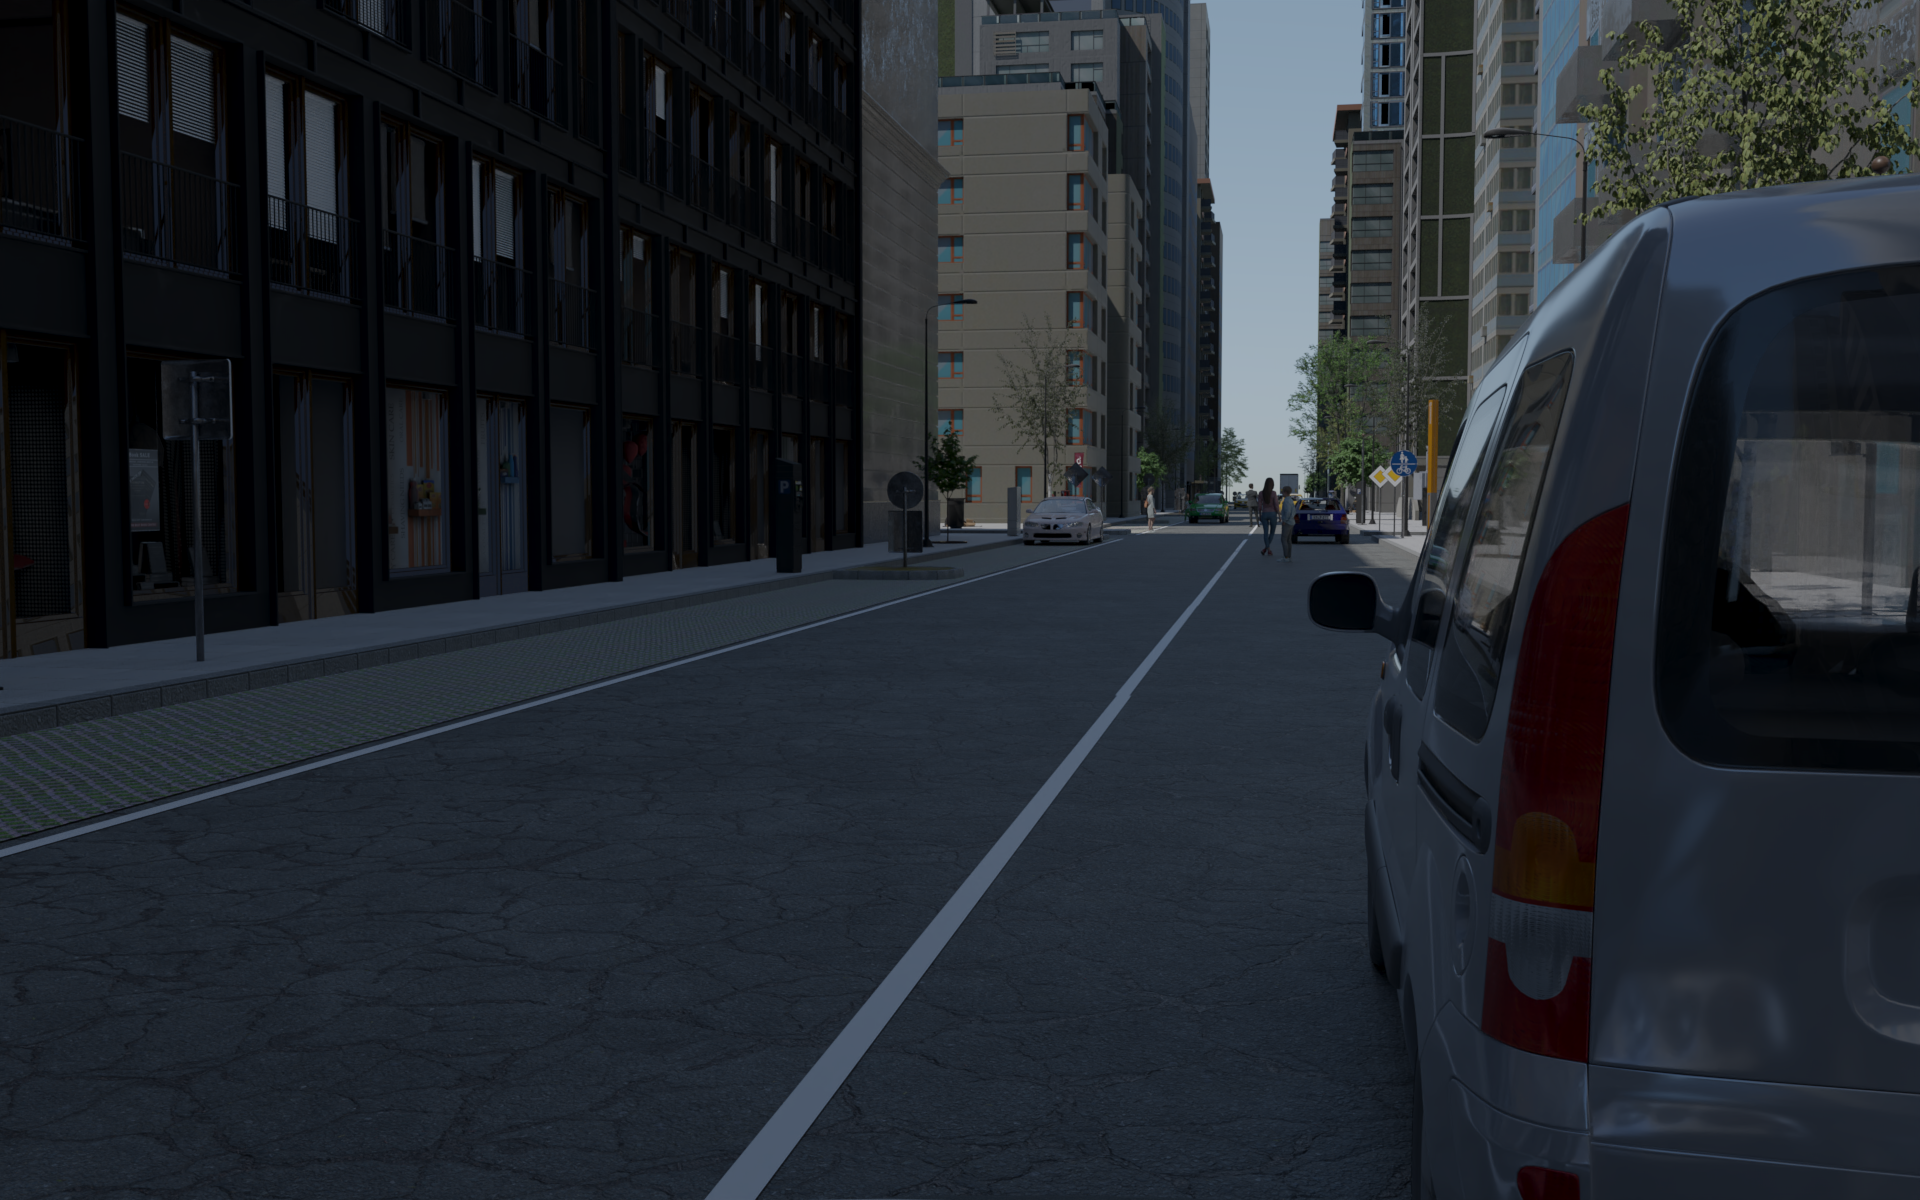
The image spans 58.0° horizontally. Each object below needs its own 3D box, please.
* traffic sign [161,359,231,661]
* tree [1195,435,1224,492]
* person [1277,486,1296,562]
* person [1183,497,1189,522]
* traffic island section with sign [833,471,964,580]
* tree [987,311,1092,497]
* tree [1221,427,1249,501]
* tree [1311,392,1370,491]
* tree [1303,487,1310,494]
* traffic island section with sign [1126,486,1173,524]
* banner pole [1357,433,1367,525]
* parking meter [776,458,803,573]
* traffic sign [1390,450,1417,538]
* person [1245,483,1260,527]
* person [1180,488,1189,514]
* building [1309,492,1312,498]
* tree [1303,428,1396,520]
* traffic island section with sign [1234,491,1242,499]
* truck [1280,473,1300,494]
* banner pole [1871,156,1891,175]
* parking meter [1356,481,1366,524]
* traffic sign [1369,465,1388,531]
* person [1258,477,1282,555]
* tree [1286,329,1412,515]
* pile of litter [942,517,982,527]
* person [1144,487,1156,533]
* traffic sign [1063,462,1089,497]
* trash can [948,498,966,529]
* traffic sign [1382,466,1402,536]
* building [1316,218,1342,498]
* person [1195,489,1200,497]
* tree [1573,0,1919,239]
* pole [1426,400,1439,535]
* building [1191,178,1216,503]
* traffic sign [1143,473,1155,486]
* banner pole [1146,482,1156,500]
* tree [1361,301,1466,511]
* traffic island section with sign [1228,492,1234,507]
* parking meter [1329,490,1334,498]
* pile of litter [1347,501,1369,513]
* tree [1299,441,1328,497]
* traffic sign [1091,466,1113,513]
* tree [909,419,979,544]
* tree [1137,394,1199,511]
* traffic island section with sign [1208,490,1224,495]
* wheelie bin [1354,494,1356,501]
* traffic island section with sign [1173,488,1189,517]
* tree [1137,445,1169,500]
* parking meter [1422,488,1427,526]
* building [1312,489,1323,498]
[{"bbox_3d":[-5.823,-0.678,13.217,0.606,2.300,0.079,1,4,15],"label":"traffic sign"},{"bbox_3d":[29.862,-15.911,210.508,4.737,8.622,4.395,0,3,0],"label":"tree"},{"bbox_3d":[6.928,-1.614,36.692,0.330,1.601,0.589,2,4,34],"label":"person"},{"bbox_3d":[11.862,-4.743,90.297,0.590,1.304,0.306,-1,4,-14],"label":"person"},{"bbox_3d":[-0.991,-1.284,29.620,1.989,1.847,2.006,1,4,10],"label":"traffic island section with sign"},{"bbox_3d":[3.407,-7.237,68.690,4.360,8.622,3.978,0,3,0],"label":"tree"},{"bbox_3d":[45.189,-22.928,292.994,7.486,12.596,7.792,0,3,0],"label":"tree"},{"bbox_3d":[27.208,-10.635,124.238,4.737,8.622,4.395,0,3,0],"label":"tree"},{"bbox_3d":[53.063,-16.487,264.167,1.663,3.219,1.824,0,3,0],"label":"tree"},{"bbox_3d":[9.134,-4.612,84.039,1.989,1.847,2.006,1,4,10],"label":"traffic island section with sign"},{"bbox_3d":[16.704,-5.007,71.879,0.401,3.779,0.863,1,4,9],"label":"banner pole"},{"bbox_3d":[-2.773,-1.373,28.168,0.399,1.863,0.255,2,4,27],"label":"parking meter"},{"bbox_3d":[12.858,-3.066,50.228,0.768,2.556,0.104,1,4,17],"label":"traffic sign"},{"bbox_3d":[12.723,-4.122,75.254,0.648,1.900,0.474,1,4,12],"label":"person"},{"bbox_3d":[15.345,-6.732,118.532,0.822,1.834,0.622,0,4,0],"label":"person"},{"bbox_3d":[72.250,-35.692,275.437,32.217,40.220,23.993,1,4,10],"label":"building"},{"bbox_3d":[19.848,-6.249,85.882,4.285,4.588,4.351,0,3,0],"label":"tree"},{"bbox_3d":[38.353,-14.224,241.181,1.989,1.847,2.006,1,4,10],"label":"traffic island section with sign"},{"bbox_3d":[45.834,-15.419,241.017,2.839,4.237,11.283,1,4,12],"label":"truck"},{"bbox_3d":[6.831,-1.417,13.178,0.401,3.779,0.863,0,4,1],"label":"banner pole"},{"bbox_3d":[17.338,-4.233,74.925,0.255,1.863,0.399,-2,4,-31],"label":"parking meter"},{"bbox_3d":[14.612,-3.463,60.263,0.795,2.450,0.064,1,4,10],"label":"traffic sign"},{"bbox_3d":[7.242,-1.955,40.473,0.555,1.821,0.388,1,4,16],"label":"person"},{"bbox_3d":[24.094,-11.153,108.111,9.928,11.665,9.643,0,3,0],"label":"tree"},{"bbox_3d":[0.093,-3.294,67.821,1.719,0.858,1.176,-1,4,-12],"label":"pile of litter"},{"bbox_3d":[7.092,-3.350,64.282,0.522,1.701,0.512,-1,4,-10],"label":"person"},{"bbox_3d":[3.625,-3.092,54.197,0.795,2.450,0.064,1,4,10],"label":"traffic sign"},{"bbox_3d":[-0.149,-3.234,64.537,0.748,1.137,0.748,0,3,0],"label":"trash can"},{"bbox_3d":[13.153,-2.983,52.412,0.795,2.450,0.064,1,4,10],"label":"traffic sign"},{"bbox_3d":[60.153,-35.065,256.901,14.154,41.232,14.086,1,4,10],"label":"building"},{"bbox_3d":[14.836,-6.023,107.538,0.480,1.755,0.524,1,4,18],"label":"person"},{"bbox_3d":[8.165,-4.125,17.805,4.737,8.622,4.395,0,3,0],"label":"tree"},{"bbox_3d":[10.263,-2.678,37.625,0.158,3.312,0.155,0,3,0],"label":"pole"},{"bbox_3d":[23.226,-35.550,235.874,22.147,44.769,28.867,1,4,10],"label":"building"},{"bbox_3d":[11.580,-6.492,106.257,0.768,2.556,0.104,1,4,19],"label":"traffic sign"},{"bbox_3d":[13.555,-8.156,123.365,0.863,3.779,0.401,0,3,0],"label":"banner pole"},{"bbox_3d":[17.373,-7.139,67.078,4.360,8.622,3.978,0,3,0],"label":"tree"},{"bbox_3d":[28.223,-10.889,186.666,1.989,1.847,2.006,1,4,10],"label":"traffic island section with sign"},{"bbox_3d":[25.355,-6.719,118.274,0.372,1.533,0.369,0,3,0],"label":"parking meter"},{"bbox_3d":[27.294,-6.430,119.103,1.719,0.858,1.176,1,4,17],"label":"pile of litter"},{"bbox_3d":[44.934,-16.432,219.018,4.360,8.622,3.978,0,3,0],"label":"tree"},{"bbox_3d":[5.084,-3.572,62.048,0.795,2.450,0.064,1,4,10],"label":"traffic sign"},{"bbox_3d":[-0.213,-3.083,45.005,1.663,3.219,1.824,0,3,0],"label":"tree"},{"bbox_3d":[15.700,-11.120,132.177,4.360,8.622,3.978,0,3,0],"label":"tree"},{"bbox_3d":[23.245,-9.252,159.898,1.989,1.847,2.006,1,4,10],"label":"traffic island section with sign"},{"bbox_3d":[28.350,-7.027,122.796,0.693,1.594,0.980,0,4,-3],"label":"wheelie bin"},{"bbox_3d":[14.103,-6.247,110.770,1.989,1.847,2.006,1,4,10],"label":"traffic island section with sign"},{"bbox_3d":[12.232,-8.087,115.928,4.285,4.588,4.351,0,3,0],"label":"tree"},{"bbox_3d":[18.736,-3.735,69.477,0.372,1.533,0.369,0,3,0],"label":"parking meter"},{"bbox_3d":[65.338,-33.299,236.322,32.217,40.220,23.993,1,4,10],"label":"building"}]
